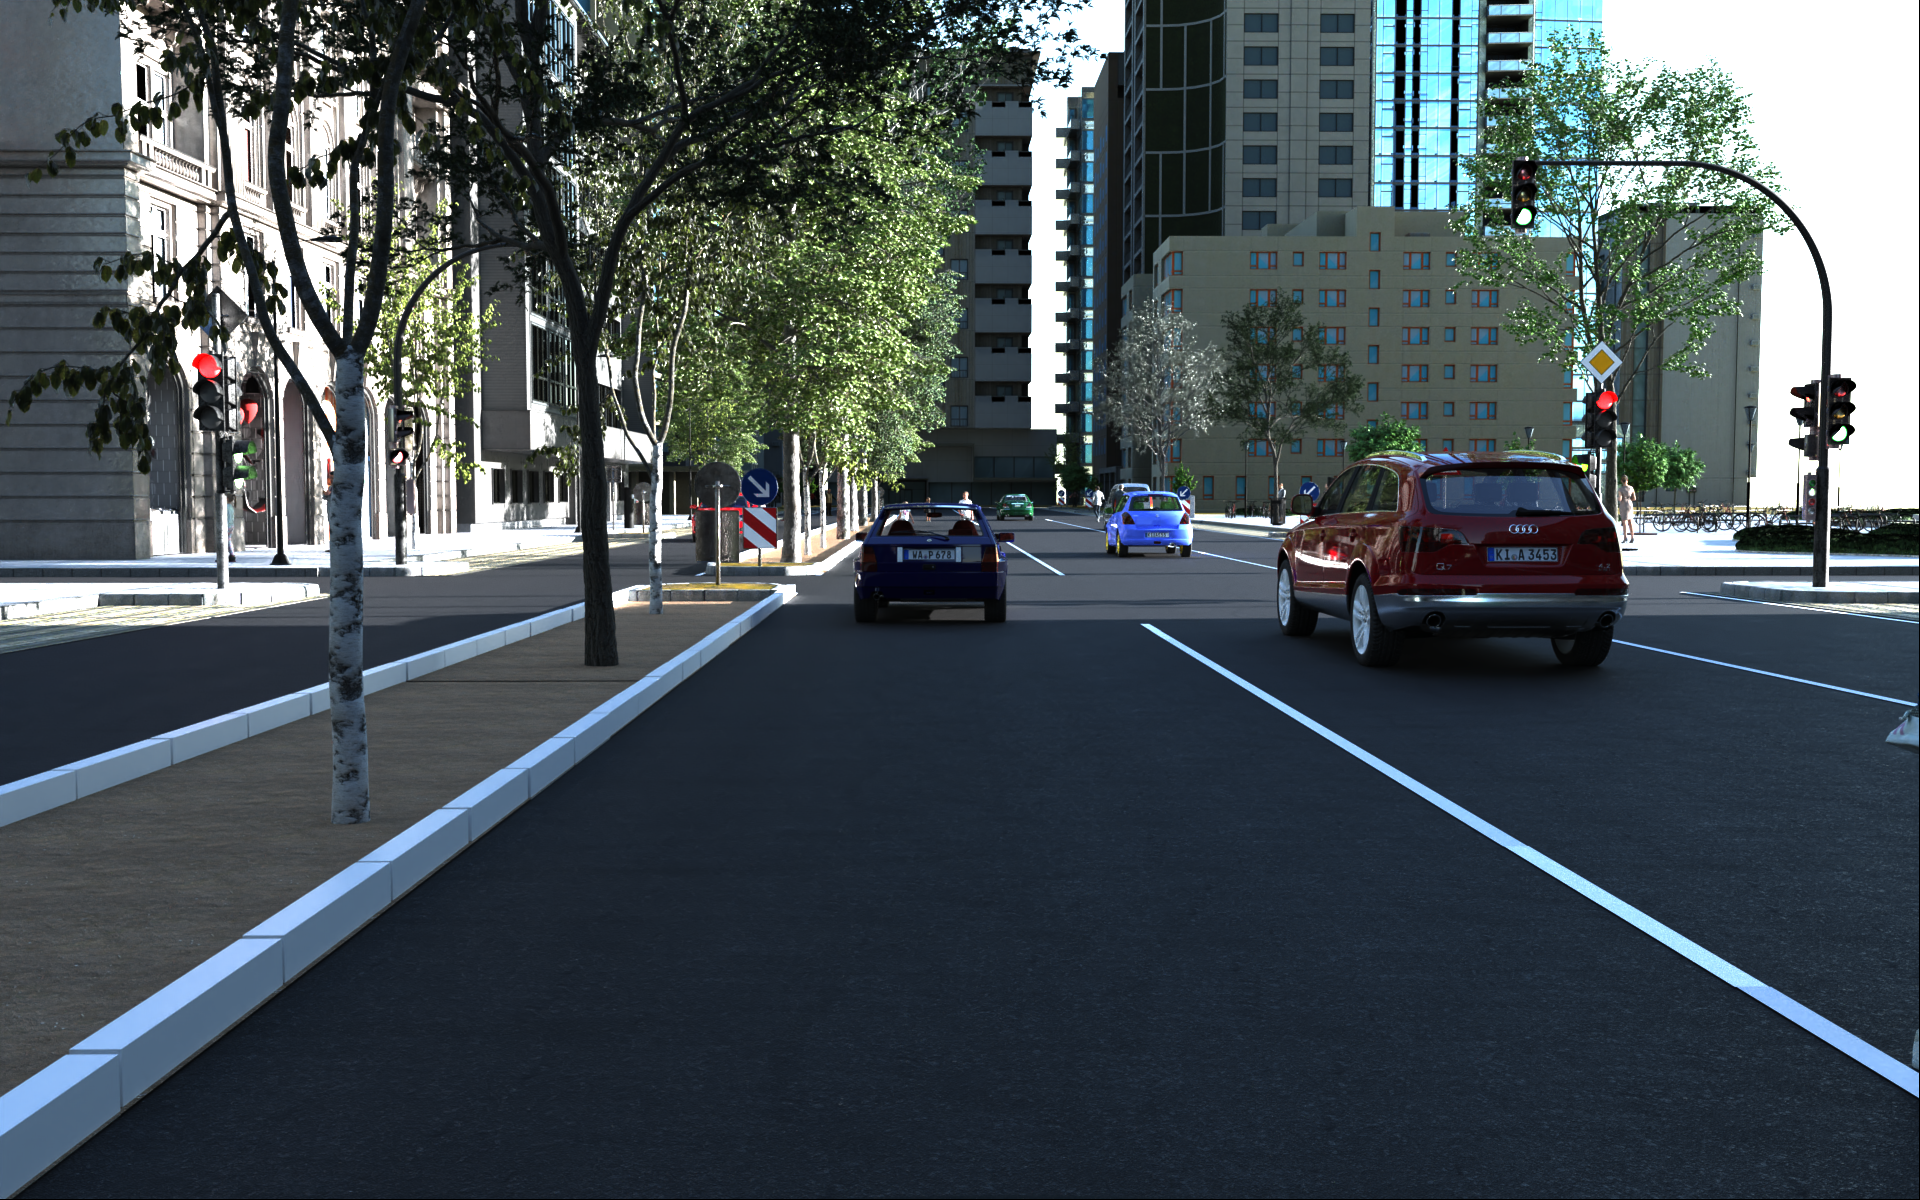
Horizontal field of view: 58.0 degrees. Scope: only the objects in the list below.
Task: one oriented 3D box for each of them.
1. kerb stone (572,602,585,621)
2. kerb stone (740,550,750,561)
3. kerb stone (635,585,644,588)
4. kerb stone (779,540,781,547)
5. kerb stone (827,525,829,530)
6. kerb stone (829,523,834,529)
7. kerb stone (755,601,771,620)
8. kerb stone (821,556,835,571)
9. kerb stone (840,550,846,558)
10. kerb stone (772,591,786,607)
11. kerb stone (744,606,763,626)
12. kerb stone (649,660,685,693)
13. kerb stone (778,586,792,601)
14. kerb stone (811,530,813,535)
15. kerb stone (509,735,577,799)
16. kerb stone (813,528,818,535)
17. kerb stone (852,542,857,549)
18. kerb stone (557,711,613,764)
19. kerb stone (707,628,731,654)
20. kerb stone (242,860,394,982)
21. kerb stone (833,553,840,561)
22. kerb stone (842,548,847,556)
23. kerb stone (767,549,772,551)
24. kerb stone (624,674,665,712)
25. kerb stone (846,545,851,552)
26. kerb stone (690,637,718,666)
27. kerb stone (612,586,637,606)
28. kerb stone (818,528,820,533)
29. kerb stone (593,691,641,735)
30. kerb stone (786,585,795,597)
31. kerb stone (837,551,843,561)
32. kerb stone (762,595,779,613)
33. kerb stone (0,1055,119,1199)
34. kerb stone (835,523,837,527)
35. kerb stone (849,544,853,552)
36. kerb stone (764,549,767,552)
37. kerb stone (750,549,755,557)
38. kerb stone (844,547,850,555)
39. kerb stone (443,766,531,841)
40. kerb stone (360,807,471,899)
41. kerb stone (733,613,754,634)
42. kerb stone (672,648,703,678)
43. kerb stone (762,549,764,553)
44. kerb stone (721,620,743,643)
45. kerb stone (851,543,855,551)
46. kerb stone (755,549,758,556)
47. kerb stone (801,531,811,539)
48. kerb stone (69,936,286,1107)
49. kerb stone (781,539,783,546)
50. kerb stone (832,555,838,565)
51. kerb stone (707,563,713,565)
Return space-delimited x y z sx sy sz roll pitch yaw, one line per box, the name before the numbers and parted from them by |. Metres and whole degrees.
kerb stone | -4.392 0.143 19.863 0.120 0.150 1.000 0 4 -1
kerb stone | -4.746 -0.953 37.800 0.120 0.150 1.000 0 4 -1
kerb stone | -4.482 -0.105 23.960 0.120 0.150 1.000 0 4 -1
kerb stone | -4.911 -1.456 45.996 0.120 0.150 1.000 0 4 -1
kerb stone | -5.308 -2.773 67.537 0.120 0.150 1.000 0 4 -1
kerb stone | -5.389 -3.019 71.635 0.120 0.150 1.000 0 4 -1
kerb stone | -2.302 0.142 19.882 0.120 0.150 1.000 0 4 -1
kerb stone | -2.564 -0.706 33.744 0.120 0.150 1.000 0 4 -1
kerb stone | -2.638 -0.955 37.840 0.120 0.150 1.000 0 4 -1
kerb stone | -2.342 0.022 21.937 0.120 0.150 1.000 0 4 -1
kerb stone | -2.278 0.205 18.855 0.120 0.150 1.000 0 4 -1
kerb stone | -2.168 0.580 12.706 0.120 0.150 1.000 0 4 -1
kerb stone | -2.362 -0.047 22.959 0.120 0.150 1.000 0 4 -1
kerb stone | -5.133 -2.205 58.293 0.120 0.150 1.000 0 4 -1
kerb stone | -2.081 0.831 8.611 0.120 0.150 1.000 0 4 -1
kerb stone | -5.195 -2.396 61.366 0.120 0.150 1.000 0 4 -1
kerb stone | -2.760 -1.331 43.984 0.120 0.150 1.000 0 4 -1
kerb stone | -2.100 0.768 9.640 0.120 0.150 1.000 0 4 -1
kerb stone | -2.224 0.393 15.777 0.120 0.150 1.000 0 4 -1
kerb stone | -2.034 1.019 5.536 0.120 0.150 1.000 0 4 -1
kerb stone | -2.612 -0.829 35.788 0.120 0.150 1.000 0 4 -1
kerb stone | -2.670 -1.019 38.862 0.120 0.150 1.000 0 4 -1
kerb stone | -4.867 -1.331 43.950 0.120 0.150 1.000 0 4 -1
kerb stone | -2.146 0.647 11.685 0.120 0.150 1.000 0 4 -1
kerb stone | -2.711 -1.145 40.913 0.120 0.150 1.000 0 4 -1
kerb stone | -2.200 0.456 14.755 0.120 0.150 1.000 0 4 -1
kerb stone | -4.458 -0.045 22.935 0.120 0.150 1.000 0 4 -1
kerb stone | -5.216 -2.458 62.391 0.120 0.150 1.000 0 4 -1
kerb stone | -2.125 0.705 10.662 0.120 0.150 1.000 0 4 -1
kerb stone | -2.378 -0.109 23.981 0.120 0.150 1.000 0 4 -1
kerb stone | -2.629 -0.894 36.810 0.120 0.150 1.000 0 4 -1
kerb stone | -2.325 0.080 20.907 0.120 0.150 1.000 0 4 -1
kerb stone | -1.986 1.151 3.490 0.120 0.150 1.000 0 4 -1
kerb stone | -5.434 -3.145 73.683 0.120 0.150 1.000 0 4 -1
kerb stone | -2.728 -1.203 41.940 0.120 0.150 1.000 0 4 -1
kerb stone | -4.826 -1.202 41.896 0.120 0.150 1.000 0 4 -1
kerb stone | -4.762 -1.017 38.825 0.120 0.150 1.000 0 4 -1
kerb stone | -2.678 -1.076 39.891 0.120 0.150 1.000 0 4 -1
kerb stone | -2.069 0.893 7.590 0.120 0.150 1.000 0 4 -1
kerb stone | -2.054 0.957 6.557 0.120 0.150 1.000 0 4 -1
kerb stone | -2.262 0.267 17.825 0.120 0.150 1.000 0 4 -1
kerb stone | -2.185 0.520 13.731 0.120 0.150 1.000 0 4 -1
kerb stone | -4.804 -1.141 40.874 0.120 0.150 1.000 0 4 -1
kerb stone | -2.248 0.332 16.802 0.120 0.150 1.000 0 4 -1
kerb stone | -2.737 -1.270 42.962 0.120 0.150 1.000 0 4 -1
kerb stone | -4.789 -1.080 39.852 0.120 0.150 1.000 0 4 -1
kerb stone | -5.119 -2.145 57.270 0.120 0.150 1.000 0 4 -1
kerb stone | -2.012 1.085 4.514 0.120 0.150 1.000 0 4 -1
kerb stone | -4.938 -1.581 48.049 0.120 0.150 1.000 0 4 -1
kerb stone | -2.583 -0.768 34.766 0.120 0.150 1.000 0 4 -1
kerb stone | -4.646 -0.641 32.674 0.120 0.150 1.000 0 4 -1
